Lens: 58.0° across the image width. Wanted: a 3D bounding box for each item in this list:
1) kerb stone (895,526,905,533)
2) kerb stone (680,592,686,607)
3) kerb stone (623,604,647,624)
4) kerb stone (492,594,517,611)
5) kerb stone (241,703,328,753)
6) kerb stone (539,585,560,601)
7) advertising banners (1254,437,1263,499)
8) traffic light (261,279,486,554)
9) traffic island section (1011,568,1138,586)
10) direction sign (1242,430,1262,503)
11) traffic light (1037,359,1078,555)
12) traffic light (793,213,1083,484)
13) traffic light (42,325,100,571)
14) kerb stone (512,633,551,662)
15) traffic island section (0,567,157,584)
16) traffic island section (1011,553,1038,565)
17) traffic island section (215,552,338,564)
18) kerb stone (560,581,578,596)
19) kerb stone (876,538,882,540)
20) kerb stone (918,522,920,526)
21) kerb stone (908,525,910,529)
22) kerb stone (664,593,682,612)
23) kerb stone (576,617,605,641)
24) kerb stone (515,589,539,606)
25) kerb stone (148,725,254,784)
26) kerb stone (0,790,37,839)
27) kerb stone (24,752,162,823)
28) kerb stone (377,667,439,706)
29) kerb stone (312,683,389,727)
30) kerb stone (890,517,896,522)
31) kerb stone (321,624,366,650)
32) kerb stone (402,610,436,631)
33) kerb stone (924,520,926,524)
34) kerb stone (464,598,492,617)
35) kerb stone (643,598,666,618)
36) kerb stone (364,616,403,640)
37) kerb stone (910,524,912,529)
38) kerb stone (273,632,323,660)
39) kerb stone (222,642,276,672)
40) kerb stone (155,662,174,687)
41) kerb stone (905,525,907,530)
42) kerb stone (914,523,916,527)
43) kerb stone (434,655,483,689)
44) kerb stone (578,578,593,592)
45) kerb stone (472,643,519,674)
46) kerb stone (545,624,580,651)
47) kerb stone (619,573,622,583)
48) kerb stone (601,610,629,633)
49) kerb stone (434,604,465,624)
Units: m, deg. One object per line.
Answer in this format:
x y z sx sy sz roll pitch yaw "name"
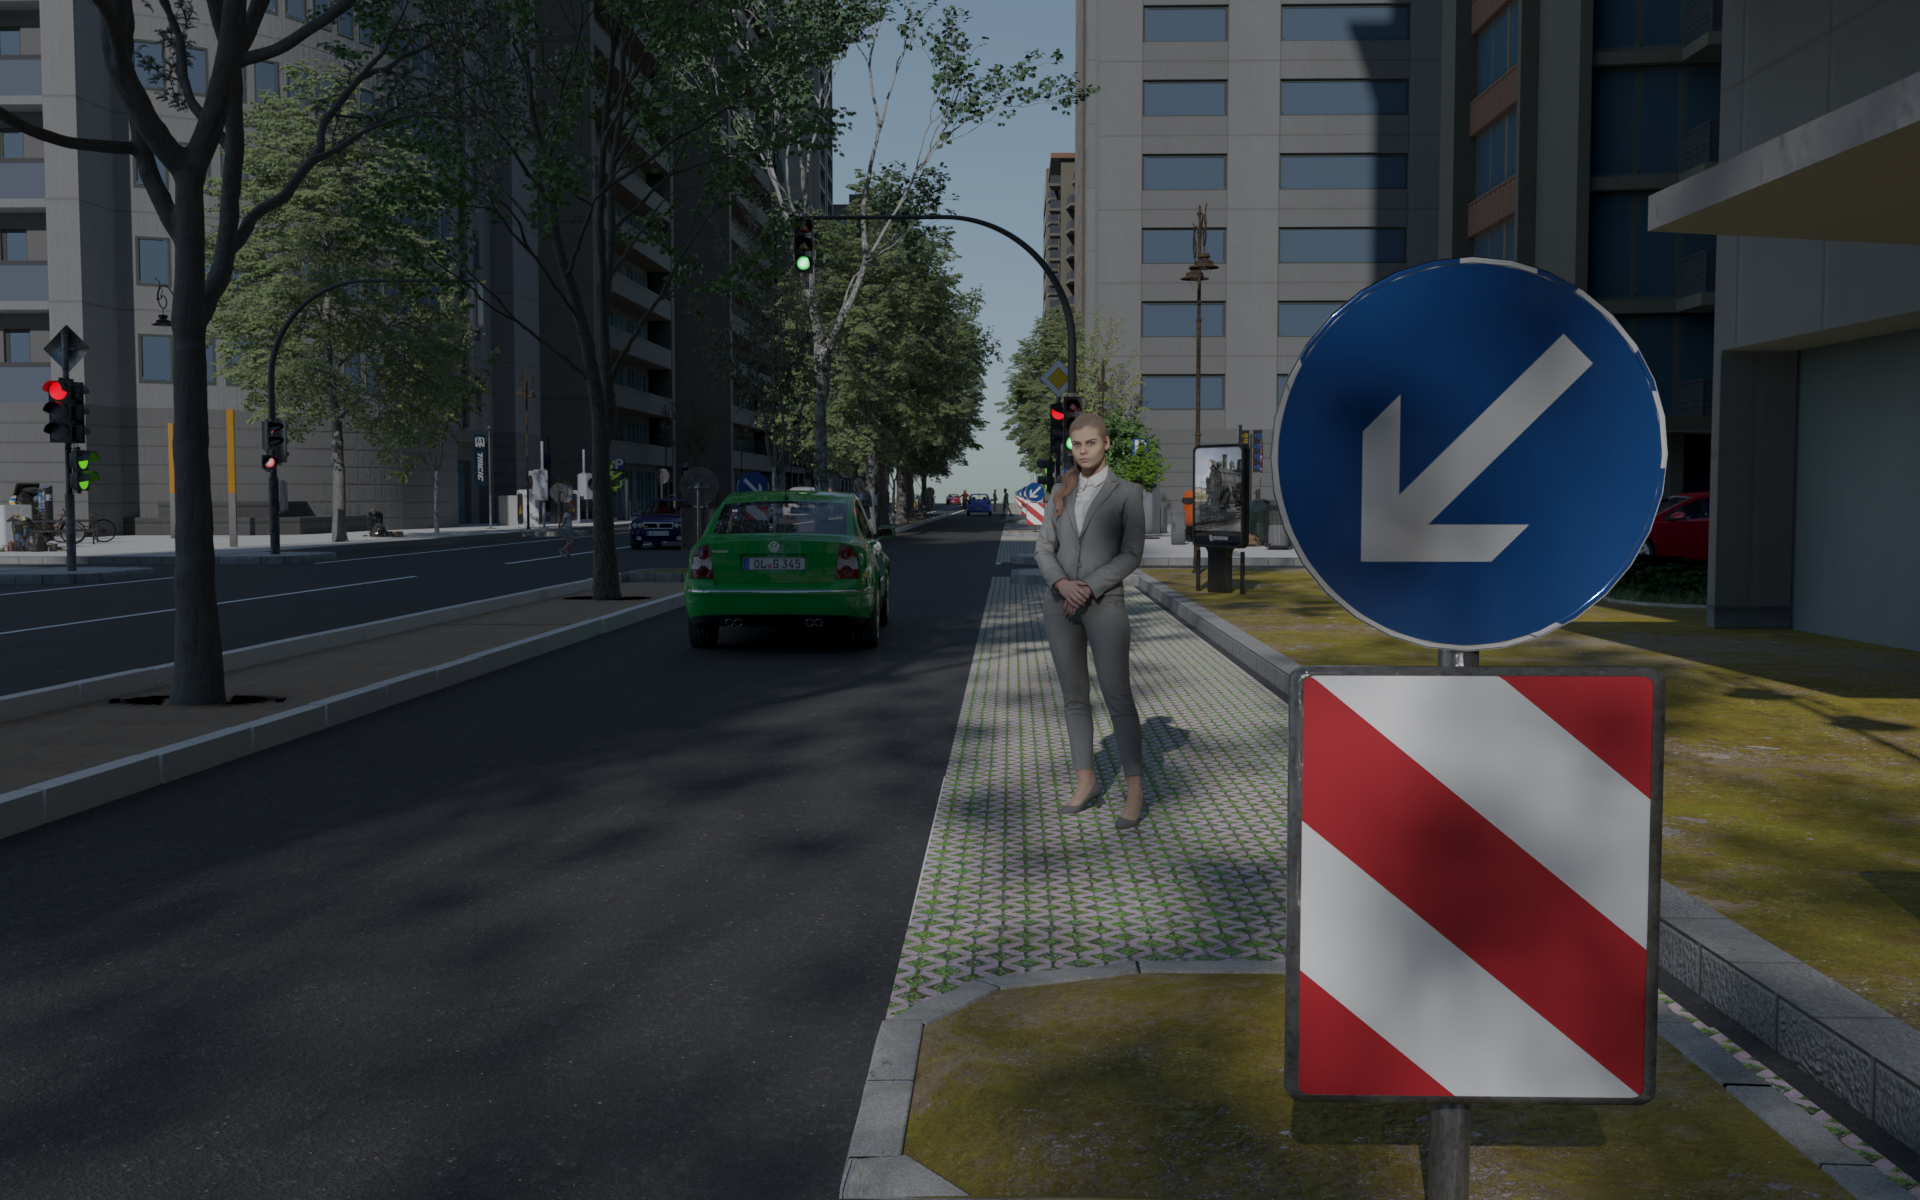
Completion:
-2.274 -2.675 65.961 0.120 0.150 1.000 0 4 2 "kerb stone"
-3.585 -0.012 22.400 0.120 0.150 1.000 0 4 2 "kerb stone"
-3.682 0.176 19.326 0.120 0.150 1.000 0 4 2 "kerb stone"
-5.721 0.049 21.429 0.120 0.150 1.000 0 4 2 "kerb stone"
-3.954 0.748 10.086 0.120 0.150 1.000 0 4 2 "kerb stone"
-5.655 -0.079 23.488 0.120 0.150 1.000 0 4 2 "kerb stone"
9.412 -3.573 54.607 0.090 3.025 2.074 0 4 4 "advertising banners"
-12.471 -3.796 36.738 4.771 5.953 1.251 0 4 2 "traffic light"
1.840 -0.375 28.416 2.009 0.180 2.903 0 4 2 "traffic island section"
10.306 -4.244 61.379 0.876 3.537 0.379 3 5 42 "direction sign"
2.040 -2.897 36.285 0.839 4.253 0.868 0 4 2 "traffic light"
-0.293 -3.276 28.224 4.771 5.953 1.251 0 4 2 "traffic light"
-14.804 -2.438 28.784 0.839 4.253 0.868 0 4 2 "traffic light"
-3.806 0.429 15.217 0.120 0.150 1.000 0 4 2 "kerb stone"
-14.844 -0.406 28.920 2.009 0.180 2.903 0 4 2 "traffic island section"
2.079 -0.863 36.397 2.009 0.180 2.903 0 4 2 "traffic island section"
-14.604 -0.894 36.901 2.009 0.180 2.903 0 4 2 "traffic island section"
-5.621 -0.141 24.510 0.120 0.150 1.000 0 4 2 "kerb stone"
-2.557 -2.111 56.711 0.120 0.150 1.000 0 4 2 "kerb stone"
-1.970 -3.303 76.199 0.120 0.150 1.000 0 4 2 "kerb stone"
-2.191 -2.865 69.040 0.120 0.150 1.000 0 4 2 "kerb stone"
-3.618 0.050 21.373 0.120 0.150 1.000 0 4 2 "kerb stone"
-3.746 0.301 17.268 0.120 0.150 1.000 0 4 2 "kerb stone"
-5.682 -0.016 22.453 0.120 0.150 1.000 0 4 2 "kerb stone"
-3.985 0.808 9.062 0.120 0.150 1.000 0 4 2 "kerb stone"
-4.050 0.930 7.013 0.120 0.150 1.000 0 4 2 "kerb stone"
-4.020 0.868 8.037 0.120 0.150 1.000 0 4 2 "kerb stone"
-3.897 0.615 12.146 0.120 0.150 1.000 0 4 2 "kerb stone"
-3.924 0.681 11.120 0.120 0.150 1.000 0 4 2 "kerb stone"
-3.550 -4.366 93.722 0.120 0.150 1.000 0 4 2 "kerb stone"
-5.869 0.359 16.319 0.120 0.150 1.000 0 4 2 "kerb stone"
-5.812 0.235 18.363 0.120 0.150 1.000 0 4 2 "kerb stone"
-1.816 -3.618 81.344 0.120 0.150 1.000 0 4 2 "kerb stone"
-5.749 0.109 20.406 0.120 0.150 1.000 0 4 2 "kerb stone"
-3.648 0.113 20.347 0.120 0.150 1.000 0 4 2 "kerb stone"
-5.835 0.297 17.341 0.120 0.150 1.000 0 4 2 "kerb stone"
-2.150 -2.924 70.061 0.120 0.150 1.000 0 4 2 "kerb stone"
-5.908 0.422 15.288 0.120 0.150 1.000 0 4 2 "kerb stone"
-5.928 0.485 14.266 0.120 0.150 1.000 0 4 2 "kerb stone"
-5.959 0.553 13.245 0.120 0.150 1.000 0 4 2 "kerb stone"
-2.245 -2.736 66.983 0.120 0.150 1.000 0 4 2 "kerb stone"
-2.063 -3.115 73.128 0.120 0.150 1.000 0 4 2 "kerb stone"
-3.862 0.558 13.168 0.120 0.150 1.000 0 4 2 "kerb stone"
-5.603 -0.197 25.532 0.120 0.150 1.000 0 4 2 "kerb stone"
-3.835 0.491 14.194 0.120 0.150 1.000 0 4 2 "kerb stone"
-3.774 0.364 16.241 0.120 0.150 1.000 0 4 2 "kerb stone"
-5.526 -0.330 27.595 0.120 0.150 1.000 0 4 2 "kerb stone"
-3.700 0.238 18.299 0.120 0.150 1.000 0 4 2 "kerb stone"
-5.784 0.172 19.385 0.120 0.150 1.000 0 4 2 "kerb stone"
